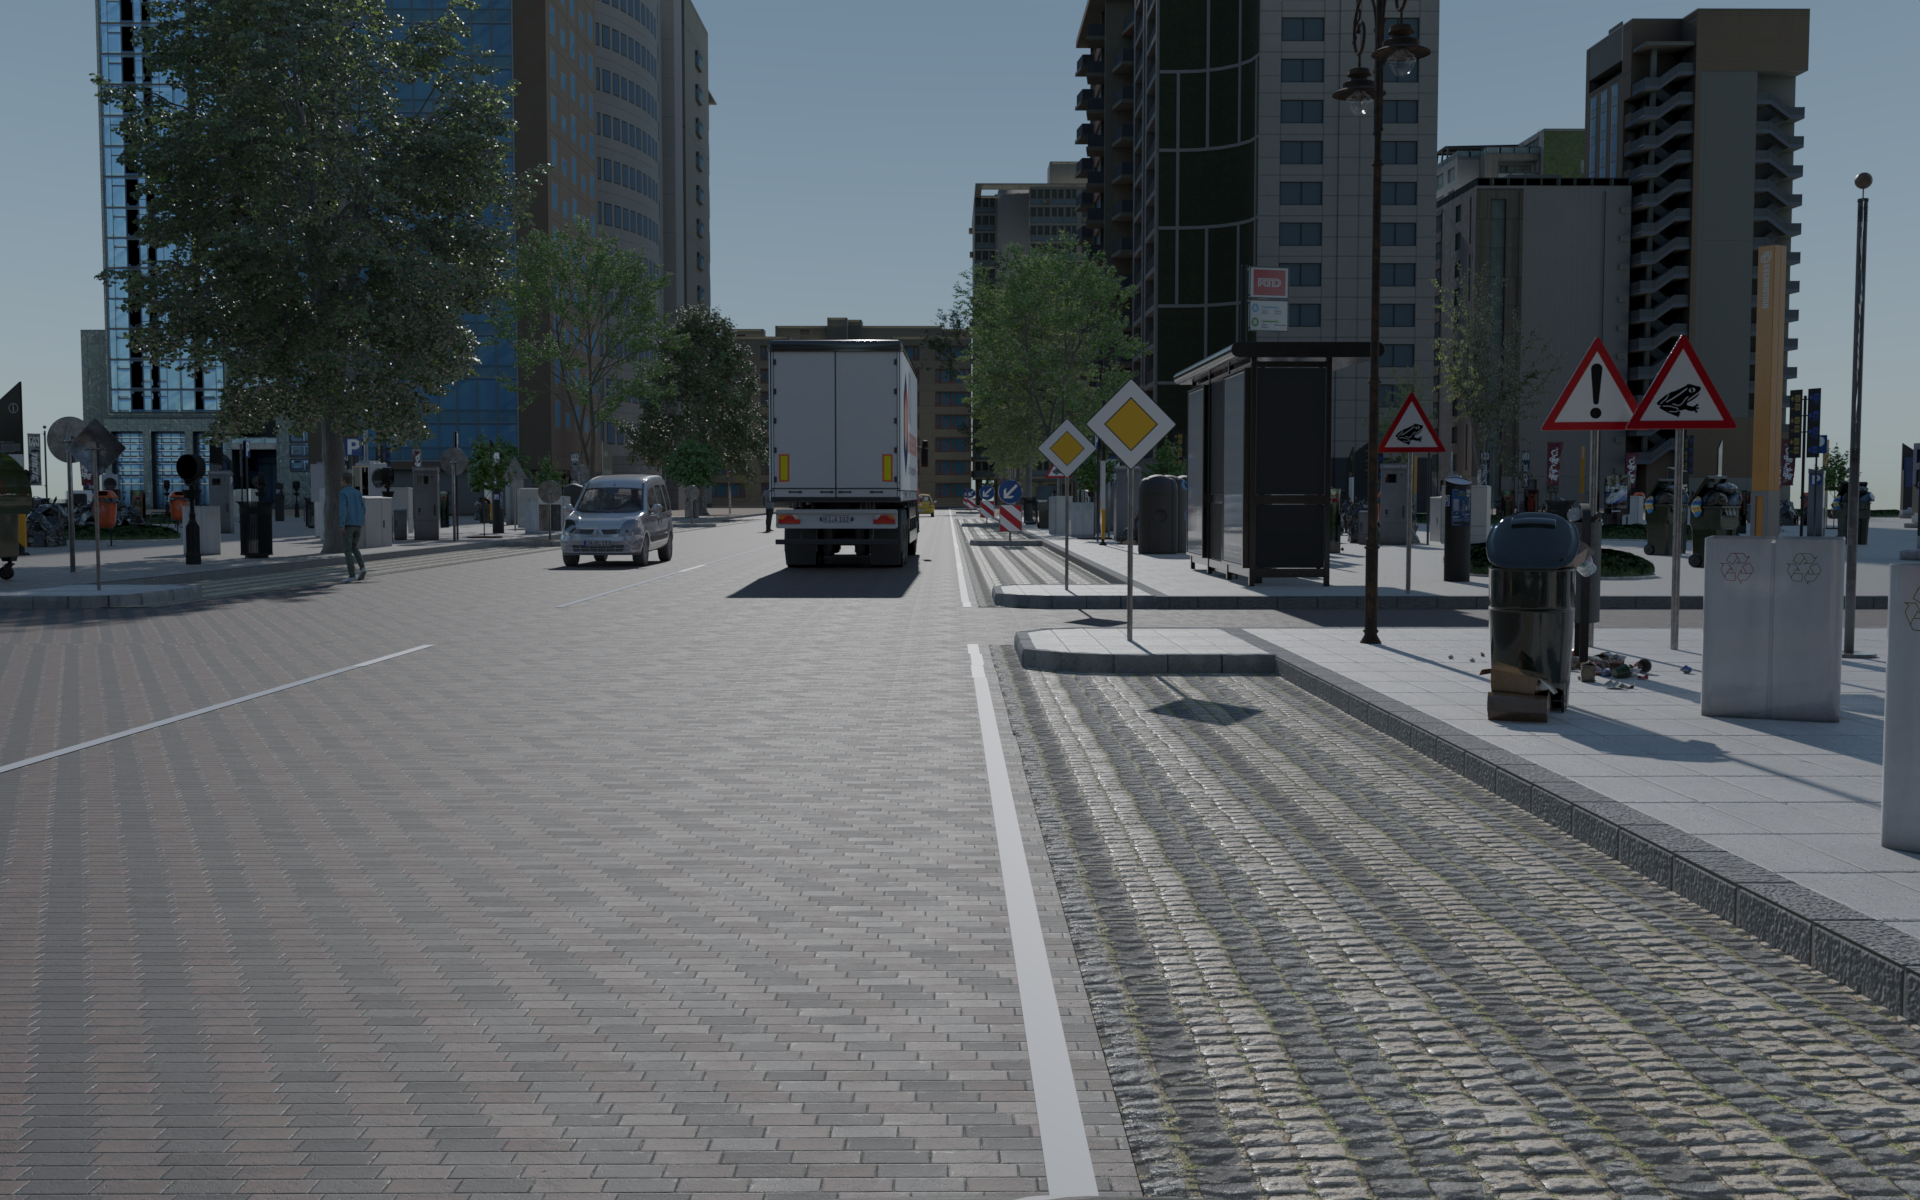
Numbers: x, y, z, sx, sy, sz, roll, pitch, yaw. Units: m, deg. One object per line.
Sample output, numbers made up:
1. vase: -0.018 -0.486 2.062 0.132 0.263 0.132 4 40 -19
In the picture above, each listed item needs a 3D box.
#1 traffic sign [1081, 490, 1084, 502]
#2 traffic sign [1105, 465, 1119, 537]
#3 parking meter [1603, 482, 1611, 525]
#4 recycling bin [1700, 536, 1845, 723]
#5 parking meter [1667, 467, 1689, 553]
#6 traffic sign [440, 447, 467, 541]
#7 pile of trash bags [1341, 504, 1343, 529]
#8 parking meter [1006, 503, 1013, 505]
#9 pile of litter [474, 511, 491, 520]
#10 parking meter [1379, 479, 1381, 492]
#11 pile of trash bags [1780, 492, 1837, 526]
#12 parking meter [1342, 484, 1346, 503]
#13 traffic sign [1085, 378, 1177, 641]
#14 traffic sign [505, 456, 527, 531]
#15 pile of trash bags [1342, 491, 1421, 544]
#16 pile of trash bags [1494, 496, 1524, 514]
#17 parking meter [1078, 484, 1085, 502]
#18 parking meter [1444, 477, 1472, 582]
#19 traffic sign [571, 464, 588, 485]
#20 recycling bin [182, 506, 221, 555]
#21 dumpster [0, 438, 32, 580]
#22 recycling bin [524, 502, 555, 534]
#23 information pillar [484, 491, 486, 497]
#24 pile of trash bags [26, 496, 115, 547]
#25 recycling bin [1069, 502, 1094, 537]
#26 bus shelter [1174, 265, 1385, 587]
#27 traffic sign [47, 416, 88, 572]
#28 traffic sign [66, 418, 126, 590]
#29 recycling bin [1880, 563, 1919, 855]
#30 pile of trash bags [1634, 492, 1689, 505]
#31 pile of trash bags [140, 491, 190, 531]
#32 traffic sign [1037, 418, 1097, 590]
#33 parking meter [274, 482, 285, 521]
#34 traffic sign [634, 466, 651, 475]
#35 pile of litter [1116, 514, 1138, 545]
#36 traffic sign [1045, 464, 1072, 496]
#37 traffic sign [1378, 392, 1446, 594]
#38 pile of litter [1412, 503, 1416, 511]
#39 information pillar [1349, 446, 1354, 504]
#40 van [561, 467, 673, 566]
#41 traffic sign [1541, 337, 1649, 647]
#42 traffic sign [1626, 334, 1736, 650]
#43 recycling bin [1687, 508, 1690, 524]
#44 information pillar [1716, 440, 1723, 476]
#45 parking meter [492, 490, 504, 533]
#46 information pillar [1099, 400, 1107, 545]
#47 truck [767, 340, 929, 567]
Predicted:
1. traffic sign: 3.870 -3.336 54.645 0.768 2.556 0.104 0 4 3
2. traffic sign: 4.427 -3.015 51.419 0.606 2.300 0.079 0 4 6
3. parking meter: 26.435 -3.971 70.635 0.255 1.863 0.399 0 4 4
4. recycling bin: 4.759 0.148 10.133 0.722 1.027 0.722 2 4 27
5. parking meter: 15.527 -1.944 37.491 0.255 1.863 0.399 -2 4 -30
6. traffic sign: -13.822 -2.886 47.286 0.768 2.556 0.104 1 4 9
7. pile of trash bags: 12.482 -2.878 56.809 1.912 1.369 3.447 2 4 28
8. parking meter: 2.503 -4.877 88.154 0.372 1.533 0.369 0 3 0
9. pile of litter: -23.090 -4.326 84.699 1.176 0.858 1.719 2 4 30
10. parking meter: 14.833 -3.353 60.538 0.255 1.863 0.399 -1 4 -15
11. pile of trash bags: 34.631 -3.755 71.145 1.912 1.369 3.447 3 4 36
12. parking meter: 20.142 -5.167 90.188 0.399 1.863 0.255 -1 4 -14
13. traffic sign: 1.484 -0.701 15.111 0.795 2.450 0.064 0 4 0
14. traffic sign: -15.353 -3.652 59.719 0.884 2.594 0.081 0 4 7
15. pile of trash bags: 11.295 -2.230 46.207 1.912 1.369 3.447 1 4 14
16. pile of trash bags: 28.298 -4.940 90.514 3.447 1.369 1.912 3 4 37
17. parking meter: 5.438 -4.383 77.369 0.255 1.863 0.399 0 4 -3
18. parking meter: 7.303 -1.040 25.421 0.372 1.533 0.369 0 3 0
19. traffic sign: -16.251 -4.517 73.952 0.768 2.556 0.104 0 4 4
20. recycling bin: -16.083 -1.479 36.730 0.722 1.027 0.722 -2 4 -24
21. dumpster: -14.653 -1.378 25.030 1.502 2.255 1.985 0 4 0
22. recycling bin: -13.743 -2.697 56.647 0.722 1.027 0.722 3 5 39
23. information pillar: -21.944 -5.449 80.443 0.183 3.616 0.504 2 4 27
24. pile of trash bags: -22.317 -1.997 42.396 3.447 1.369 1.912 0 4 -1
25. recycling bin: 3.659 -2.443 52.502 0.722 1.027 0.722 -1 4 -8
26. bus shelter: 4.761 -3.088 28.129 2.179 5.291 8.768 0 4 -1
27. traffic sign: -14.580 -1.730 28.389 0.768 2.556 0.104 0 4 1
28. traffic sign: -11.471 -1.185 23.019 0.795 2.450 0.064 0 4 0
29. recycling bin: 3.818 0.392 6.140 0.722 1.027 0.722 -2 4 -28
30. pile of trash bags: 38.738 -5.214 94.998 3.447 1.369 1.912 1 4 13
31. pile of trash bags: -25.686 -2.682 53.596 3.447 1.369 1.912 -3 4 -36
32. traffic sign: 1.423 -1.190 23.096 0.795 2.450 0.064 0 4 0
33. parking meter: -32.053 -4.641 81.599 0.399 1.863 0.255 0 4 2
34. traffic sign: -14.286 -4.758 77.907 0.768 2.556 0.104 0 4 1
35. pile of litter: 4.785 -1.843 44.095 1.719 0.858 1.176 0 4 -3
36. traffic sign: 3.249 -3.502 57.265 0.884 2.594 0.081 0 4 5
37. traffic sign: 5.759 -1.357 22.187 0.884 2.594 0.081 0 4 1
38. pile of litter: 22.824 -4.514 87.775 1.719 0.858 1.176 3 4 37
39. information pillar: 19.309 -5.753 85.419 0.183 3.616 0.504 0 4 -6
40. van: -7.059 -1.765 35.863 2.013 2.044 4.112 0 4 1
41. traffic sign: 5.290 -0.885 14.478 0.884 2.594 0.081 0 4 5
42. traffic sign: 5.893 -0.869 14.217 0.884 2.594 0.081 0 4 3
43. recycling bin: 22.453 -2.427 52.240 0.722 1.027 0.722 0 4 -6
44. information pillar: 32.678 -5.090 74.579 0.183 3.616 0.504 3 5 40
45. parking meter: -15.098 -2.948 56.608 0.372 1.533 0.369 0 3 0
46. information pillar: 3.580 -3.182 43.378 0.183 3.616 0.504 0 4 0
47. truck: -2.215 -2.951 37.171 2.839 4.237 11.283 0 4 1
